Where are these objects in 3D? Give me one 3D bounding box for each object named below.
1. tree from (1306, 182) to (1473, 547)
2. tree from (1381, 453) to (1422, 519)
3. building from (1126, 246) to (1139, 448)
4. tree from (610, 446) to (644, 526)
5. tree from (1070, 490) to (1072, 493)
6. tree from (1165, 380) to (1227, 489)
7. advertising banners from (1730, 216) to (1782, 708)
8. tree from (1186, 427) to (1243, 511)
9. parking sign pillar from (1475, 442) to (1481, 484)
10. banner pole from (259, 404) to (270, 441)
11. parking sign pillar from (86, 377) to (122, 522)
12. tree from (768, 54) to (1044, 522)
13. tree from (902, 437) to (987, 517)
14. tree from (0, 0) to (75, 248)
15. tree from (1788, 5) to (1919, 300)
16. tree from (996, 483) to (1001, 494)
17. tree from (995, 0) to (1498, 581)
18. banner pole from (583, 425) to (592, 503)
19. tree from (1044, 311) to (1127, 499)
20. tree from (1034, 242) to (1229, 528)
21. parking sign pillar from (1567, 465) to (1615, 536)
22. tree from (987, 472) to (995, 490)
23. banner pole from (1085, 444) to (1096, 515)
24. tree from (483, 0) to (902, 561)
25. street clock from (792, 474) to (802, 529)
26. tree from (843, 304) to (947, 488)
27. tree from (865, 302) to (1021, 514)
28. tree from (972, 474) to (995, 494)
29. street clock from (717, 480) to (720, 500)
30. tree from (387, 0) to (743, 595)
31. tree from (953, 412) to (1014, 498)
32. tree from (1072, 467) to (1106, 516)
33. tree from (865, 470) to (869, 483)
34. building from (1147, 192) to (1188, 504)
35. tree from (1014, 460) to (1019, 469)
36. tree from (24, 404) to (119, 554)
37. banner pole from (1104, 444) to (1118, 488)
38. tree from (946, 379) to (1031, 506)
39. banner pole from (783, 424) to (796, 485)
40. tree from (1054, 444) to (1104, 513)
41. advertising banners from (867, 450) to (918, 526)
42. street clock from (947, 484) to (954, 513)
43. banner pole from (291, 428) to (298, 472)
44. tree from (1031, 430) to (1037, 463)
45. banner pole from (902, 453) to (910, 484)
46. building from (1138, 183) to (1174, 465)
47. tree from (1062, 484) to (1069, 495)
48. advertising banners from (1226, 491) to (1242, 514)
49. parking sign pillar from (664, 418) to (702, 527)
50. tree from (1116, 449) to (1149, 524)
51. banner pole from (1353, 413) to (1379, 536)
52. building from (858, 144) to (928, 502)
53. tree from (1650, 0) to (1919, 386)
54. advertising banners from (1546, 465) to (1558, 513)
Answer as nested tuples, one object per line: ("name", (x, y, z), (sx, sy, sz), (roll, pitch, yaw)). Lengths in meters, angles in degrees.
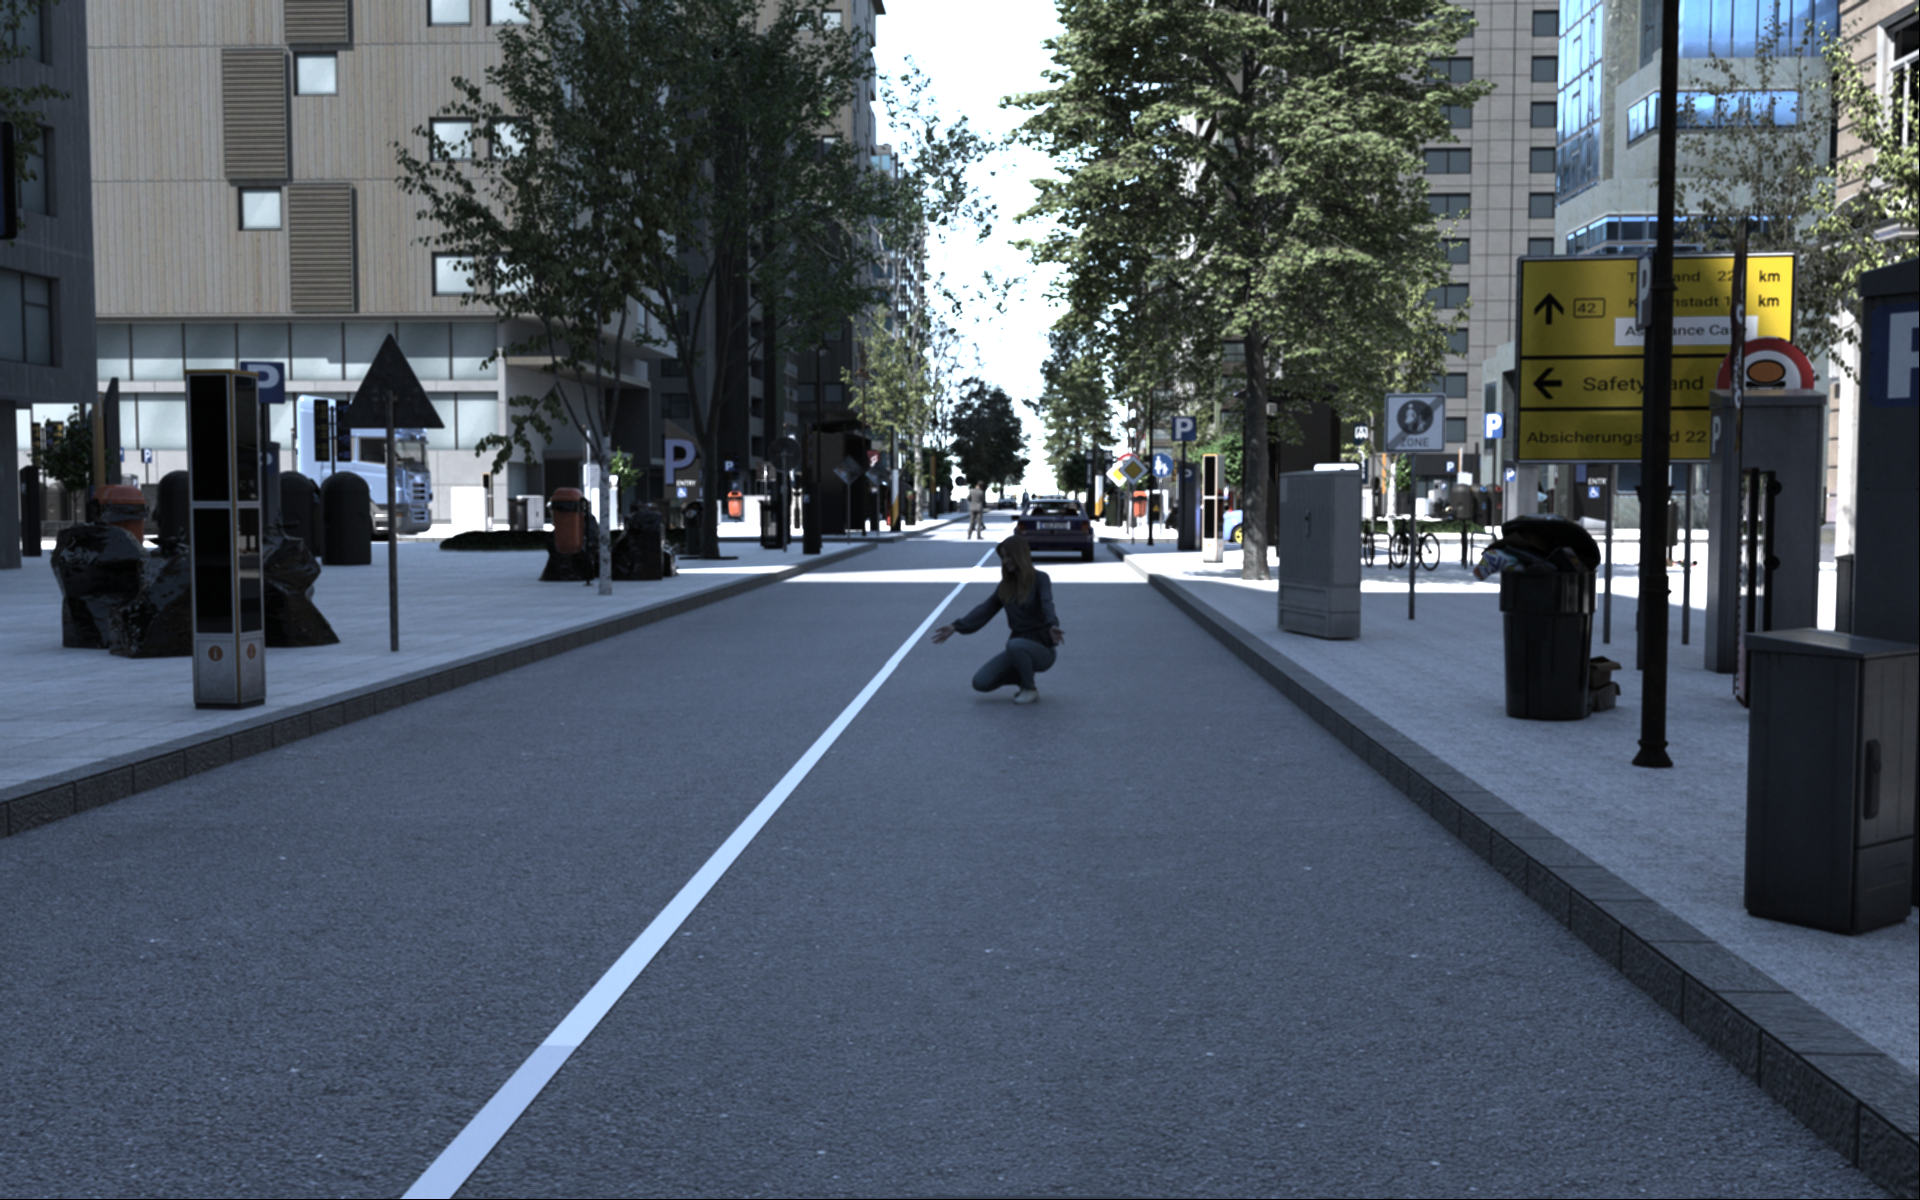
("tree", (10.403, -5.590, 41.761), (4.737, 8.622, 4.395), (0, 3, 0))
("tree", (19.133, -4.878, 74.350), (1.663, 3.219, 1.824), (0, 3, 0))
("building", (37.370, -37.626, 269.805), (22.147, 44.769, 28.867), (0, 4, 3))
("tree", (-13.737, -4.578, 69.452), (1.663, 3.219, 1.824), (0, 3, 0))
("tree", (11.754, -10.569, 167.410), (1.663, 3.219, 1.824), (0, 3, 0))
("tree", (14.646, -9.613, 107.531), (4.737, 8.622, 4.395), (0, 3, 0))
("advertising banners", (4.783, -0.873, 10.468), (0.090, 3.025, 2.074), (1, 4, 18))
("tree", (13.191, -6.021, 82.153), (4.285, 4.588, 4.351), (0, 3, 0))
("parking sign pillar", (27.288, -6.271, 91.007), (1.447, 3.967, 1.447), (1, 4, 18))
("banner pole", (-14.661, -2.830, 36.294), (0.401, 3.779, 0.863), (2, 4, 26))
("parking sign pillar", (-19.475, -3.117, 39.432), (1.447, 3.967, 1.447), (-1, 4, -14))
("tree", (-2.787, -13.561, 77.612), (12.611, 20.169, 13.585), (0, 3, 0))
("tree", (-1.672, -7.048, 98.943), (4.285, 4.588, 4.351), (0, 3, 0))
("tree", (-12.819, -4.307, 20.786), (4.737, 8.622, 4.395), (0, 3, 0))
("tree", (12.068, -4.262, 20.047), (4.737, 8.622, 4.395), (0, 3, 0))
("tree", (4.752, -14.847, 237.343), (1.663, 3.219, 1.824), (0, 3, 0))
("tree", (4.061, -6.545, 25.136), (7.486, 12.596, 7.792), (0, 3, 0))
("banner pole", (-13.610, -4.481, 63.289), (0.401, 3.779, 0.863), (1, 4, 10))
("tree", (12.569, -19.653, 177.208), (12.611, 20.169, 13.585), (0, 3, 0))
("tree", (6.397, -7.991, 65.062), (8.767, 10.594, 7.601), (2, 4, 28))
("parking sign pillar", (19.377, -3.956, 53.156), (1.447, 3.967, 1.447), (0, 4, -4))
("tree", (1.789, -11.973, 179.476), (4.285, 4.588, 4.351), (0, 3, 0))
("banner pole", (6.557, -5.879, 86.135), (0.863, 3.779, 0.401), (-2, 4, -30))
("tree", (-4.985, -6.592, 33.535), (9.928, 11.665, 9.643), (0, 3, 0))
("street clock", (-5.962, -3.596, 63.372), (0.471, 2.002, 0.358), (1, 4, 16))
("tree", (-2.530, -7.067, 65.908), (4.737, 8.622, 4.395), (0, 3, 0))
("tree", (-1.321, -12.312, 111.668), (12.009, 13.543, 11.850), (0, 3, 0))
("tree", (2.117, -10.586, 167.685), (1.663, 3.219, 1.824), (0, 3, 0))
("street clock", (-12.285, -5.085, 87.715), (0.358, 2.002, 0.471), (-1, 4, -10))
("tree", (-4.716, -4.383, 22.028), (4.737, 8.622, 4.395), (0, 3, 0))
("tree", (1.530, -12.252, 150.683), (4.360, 8.622, 3.978), (0, 3, 0))
("tree", (7.820, -6.468, 100.359), (1.663, 3.219, 1.824), (0, 3, 0))
("tree", (-6.721, -7.689, 120.318), (1.663, 3.219, 1.824), (0, 3, 0))
("building", (32.254, -33.664, 234.002), (14.154, 41.232, 14.086), (0, 4, 3))
("tree", (5.802, -17.895, 242.947), (4.360, 8.622, 3.978), (0, 3, 0))
("tree", (-18.893, -2.607, 37.219), (1.663, 3.219, 1.824), (0, 3, 0))
("banner pole", (7.571, -5.894, 86.377), (0.863, 3.779, 0.401), (0, 4, -2))
("tree", (2.615, -17.405, 191.228), (9.857, 13.997, 8.962), (0, 3, 0))
("banner pole", (-6.054, -4.363, 61.351), (0.401, 3.779, 0.863), (-3, 5, -41))
("tree", (8.264, -7.939, 113.509), (4.285, 4.588, 4.351), (0, 3, 0))
("advertising banners", (-2.707, -4.479, 69.414), (2.074, 3.025, 0.090), (-1, 4, -12))
("street clock", (-0.641, -7.089, 120.481), (0.358, 2.002, 0.471), (3, 5, 45))
("banner pole", (-25.073, -4.616, 65.481), (0.863, 3.779, 0.401), (3, 5, 40))
("tree", (6.228, -21.313, 255.115), (9.857, 13.997, 8.962), (0, 3, 0))
("banner pole", (-3.277, -7.122, 106.459), (0.863, 3.779, 0.401), (1, 4, 13))
("building", (32.903, -36.577, 248.141), (14.600, 45.320, 14.200), (0, 4, 3))
("tree", (13.216, -13.184, 210.161), (1.663, 3.219, 1.824), (0, 3, 0))
("advertising banners", (15.158, -6.145, 96.652), (0.090, 3.025, 2.074), (-1, 4, -22))
("parking sign pillar", (-9.832, -4.465, 61.477), (1.447, 3.967, 1.447), (0, 4, 6))
("tree", (7.403, -4.825, 73.485), (1.663, 3.219, 1.824), (0, 3, 0))
("banner pole", (12.574, -3.892, 53.648), (0.863, 3.779, 0.401), (2, 4, 26))
("building", (-17.682, -37.830, 238.120), (23.786, 49.044, 30.456), (0, 4, 3))
("tree", (12.748, -4.678, 26.850), (4.360, 8.622, 3.978), (0, 3, 0))
("advertising banners", (17.581, -3.377, 51.400), (0.090, 3.025, 2.074), (2, 4, 27))
